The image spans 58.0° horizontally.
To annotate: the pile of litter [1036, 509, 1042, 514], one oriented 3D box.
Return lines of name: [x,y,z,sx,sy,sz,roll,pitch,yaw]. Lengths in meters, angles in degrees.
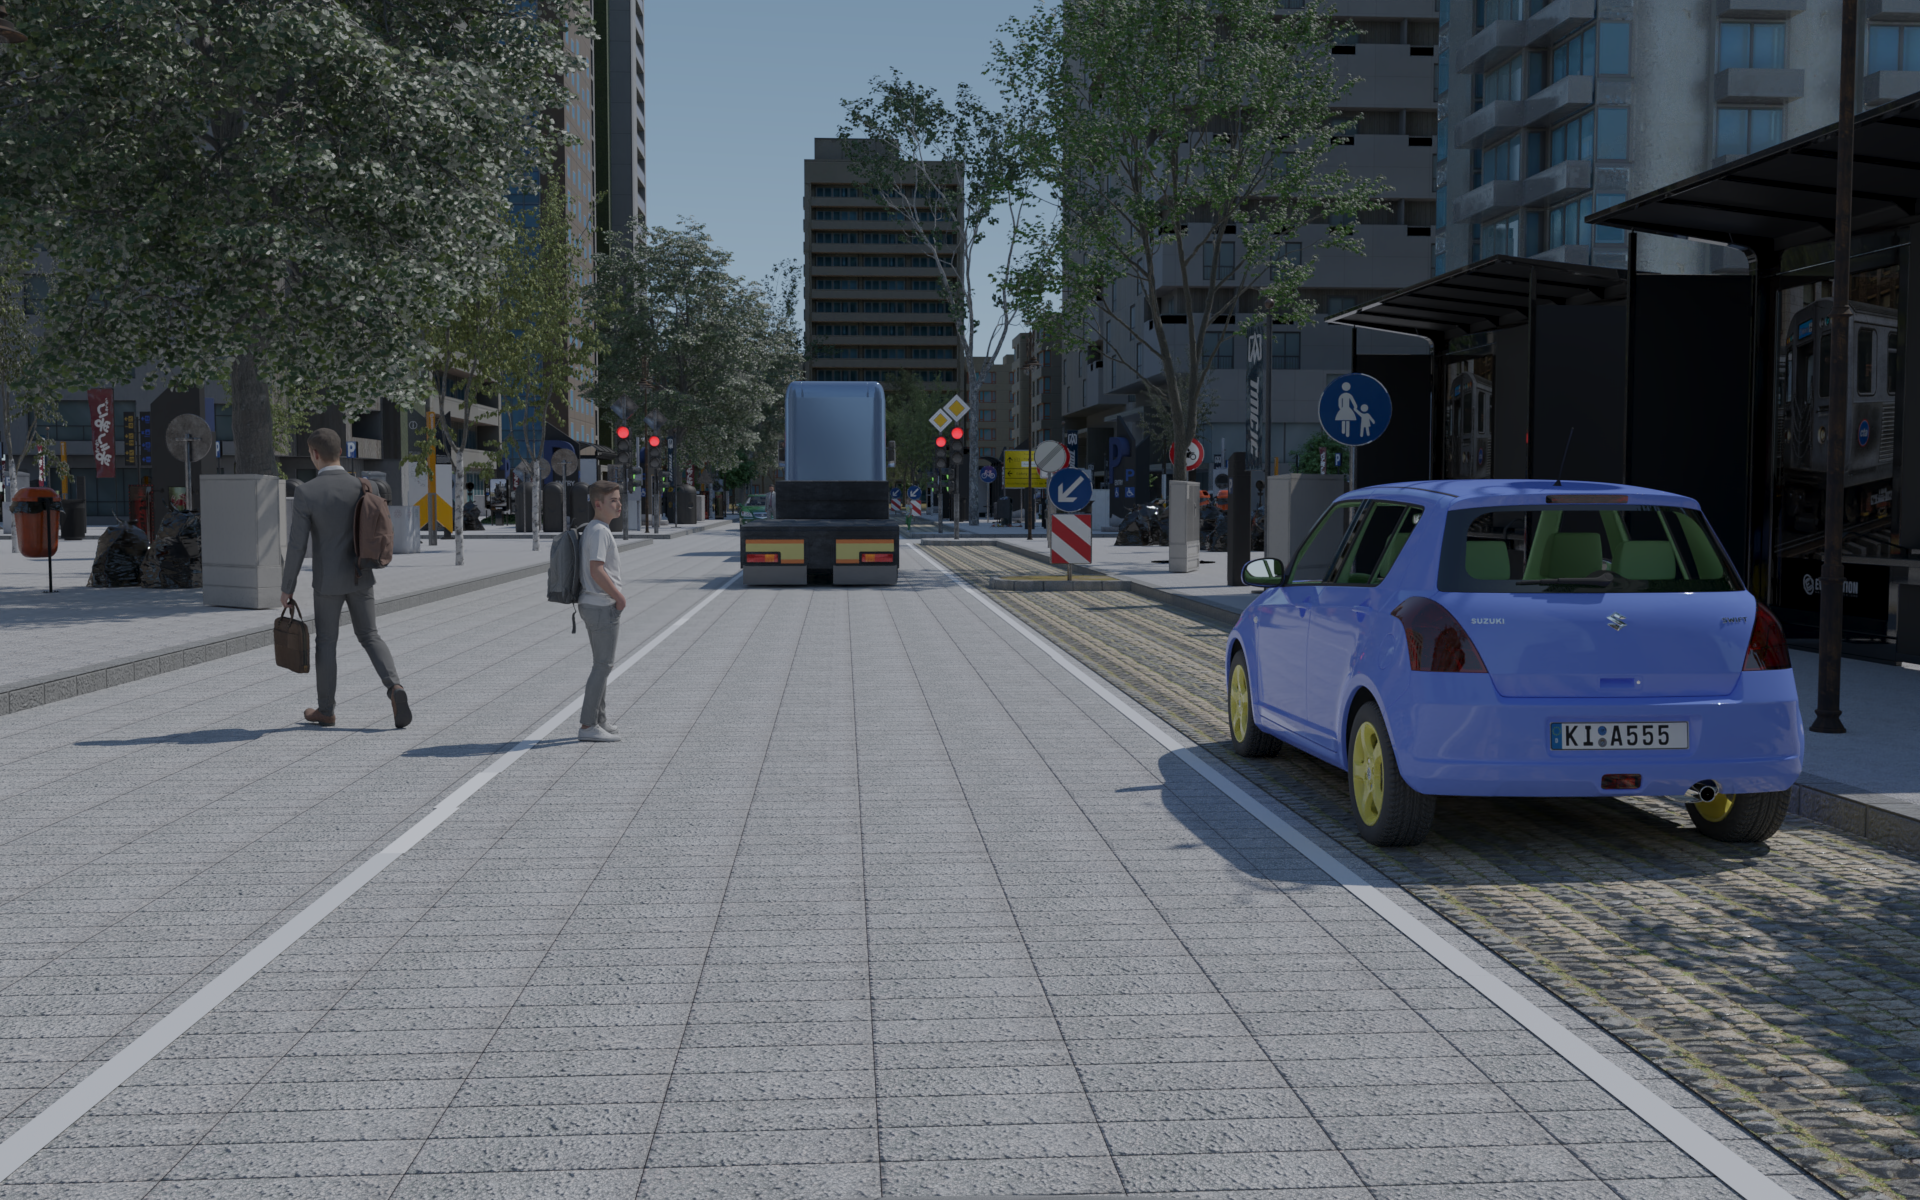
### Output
pile of litter: [5.745,-6.077,113.321,1.719,0.858,1.176,0,4,2]

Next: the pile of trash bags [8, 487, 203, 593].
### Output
pile of trash bags: [-11.281,-0.861,23.823,1.912,1.369,3.447,2,4,32]

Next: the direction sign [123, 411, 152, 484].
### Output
direction sign: [-22.587,-3.404,47.647,0.876,3.537,0.379,1,4,15]

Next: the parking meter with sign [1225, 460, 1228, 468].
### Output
parking meter with sign: [13.597,-5.670,88.963,0.543,3.016,1.738,-1,4,-12]

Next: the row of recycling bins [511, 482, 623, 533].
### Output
row of recycling bins: [-13.169,-3.133,58.335,3.534,1.692,1.069,-1,4,-12]

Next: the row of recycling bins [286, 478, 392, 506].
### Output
row of recycling bins: [-16.621,-2.377,45.975,3.534,1.692,1.069,1,4,20]

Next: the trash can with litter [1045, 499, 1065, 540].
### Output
trash can with litter: [2.742,-2.198,47.317,0.624,1.170,1.055,-2,4,-23]

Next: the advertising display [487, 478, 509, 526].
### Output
advertising display: [-18.634,-3.966,70.059,0.974,1.923,0.123,2,4,31]

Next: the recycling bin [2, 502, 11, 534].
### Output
recycling bin: [-30.364,-2.653,55.930,0.722,1.027,0.722,0,4,7]

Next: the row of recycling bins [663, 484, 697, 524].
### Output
row of recycling bins: [-11.991,-4.148,74.937,1.069,1.692,3.534,-1,4,-17]

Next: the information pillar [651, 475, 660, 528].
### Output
information pillar: [-11.656,-3.784,66.354,0.304,2.012,0.304,0,4,-5]

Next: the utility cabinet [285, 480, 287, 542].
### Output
utility cabinet: [-10.981,-1.097,26.615,1.173,1.500,0.318,0,4,6]

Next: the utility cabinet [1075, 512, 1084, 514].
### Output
utility cabinet: [4.806,-3.703,71.702,0.306,1.237,1.020,2,4,33]

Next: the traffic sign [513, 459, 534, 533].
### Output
traffic sign: [-14.327,-3.413,56.987,0.795,2.450,0.064,0,4,6]

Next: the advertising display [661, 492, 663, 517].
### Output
advertising display: [-17.286,-5.688,98.209,0.974,1.923,0.123,-3,4,-37]

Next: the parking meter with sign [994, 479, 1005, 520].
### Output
parking meter with sign: [2.551,-5.514,86.417,1.738,3.016,0.543,1,4,19]

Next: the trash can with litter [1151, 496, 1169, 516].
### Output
trash can with litter: [5.238,-2.241,48.022,0.624,1.170,1.055,-3,4,-38]

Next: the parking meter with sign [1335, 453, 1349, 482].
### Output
parking meter with sign: [16.894,-4.742,73.798,1.738,3.016,0.543,-1,4,-11]

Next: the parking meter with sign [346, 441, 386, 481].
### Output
parking meter with sign: [-19.608,-3.778,58.036,0.543,3.016,1.738,3,4,37]

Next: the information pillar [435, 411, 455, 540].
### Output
information pillar: [-14.513,-3.506,48.680,0.504,3.616,0.183,-3,5,-40]

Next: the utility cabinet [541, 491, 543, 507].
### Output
utility cabinet: [-27.525,-6.385,113.079,1.173,1.500,0.318,1,4,13]

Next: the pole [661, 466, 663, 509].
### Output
pole: [-17.117,-6.441,99.152,0.158,3.312,0.155,0,3,0]

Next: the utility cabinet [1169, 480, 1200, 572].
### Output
utility cabinet: [3.719,-1.217,28.584,0.318,1.500,1.173,1,4,18]

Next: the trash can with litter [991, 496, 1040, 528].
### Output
trash can with litter: [2.095,-3.436,67.228,2.233,1.210,1.678,-1,4,-13]

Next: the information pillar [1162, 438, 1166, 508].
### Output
information pillar: [8.611,-5.001,73.123,0.183,3.616,0.504,0,4,-5]

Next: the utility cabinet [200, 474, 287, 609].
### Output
utility cabinet: [-8.099,-0.663,19.522,1.173,1.500,0.318,3,4,38]

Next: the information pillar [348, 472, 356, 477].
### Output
information pillar: [-20.675,-3.318,58.749,0.304,2.012,0.304,-3,4,-38]

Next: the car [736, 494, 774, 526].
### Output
car: [-7.785,-3.476,68.631,2.131,1.459,4.920,0,4,-5]

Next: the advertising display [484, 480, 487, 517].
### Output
advertising display: [-21.549,-4.586,80.190,0.974,1.923,0.123,-3,5,-45]

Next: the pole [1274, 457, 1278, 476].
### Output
pole: [17.448,-6.224,95.604,0.158,3.312,0.155,0,3,0]

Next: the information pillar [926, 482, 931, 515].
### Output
information pillar: [-1.941,-6.301,107.517,0.304,2.012,0.304,-1,4,-11]

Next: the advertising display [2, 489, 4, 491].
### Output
advertising display: [-70.291,-7.464,127.246,0.123,1.923,0.974,-2,4,-32]

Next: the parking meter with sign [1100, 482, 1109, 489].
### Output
parking meter with sign: [9.642,-7.243,114.679,1.738,3.016,0.543,1,4,10]

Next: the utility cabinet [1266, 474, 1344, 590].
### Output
utility cabinet: [3.841,-0.650,19.302,0.318,1.500,1.173,3,5,41]

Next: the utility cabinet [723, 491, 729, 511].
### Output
utility cabinet: [-17.336,-7.322,128.391,0.318,1.500,1.173,0,4,-2]

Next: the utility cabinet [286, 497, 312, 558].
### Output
utility cabinet: [-13.493,-1.437,34.658,1.020,1.237,0.306,-2,4,-24]

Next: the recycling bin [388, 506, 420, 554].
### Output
recycling bin: [-12.130,-1.517,37.359,0.722,1.027,0.722,0,4,8]

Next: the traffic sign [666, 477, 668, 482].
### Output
traffic sign: [-17.376,-6.384,104.480,0.768,2.556,0.104,0,4,1]

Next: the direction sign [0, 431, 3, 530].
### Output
direction sign: [-34.728,-4.309,62.441,0.876,3.537,0.379,3,4,38]

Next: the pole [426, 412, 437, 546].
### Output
pole: [-13.108,-3.005,42.976,0.158,3.312,0.155,0,3,0]

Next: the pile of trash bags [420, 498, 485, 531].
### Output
pile of trash bags: [-18.275,-3.131,60.939,3.447,1.369,1.912,3,5,42]

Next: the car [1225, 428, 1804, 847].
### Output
car: [2.402,0.075,8.357,1.945,1.707,3.694,0,4,-4]

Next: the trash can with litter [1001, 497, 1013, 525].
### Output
trash can with litter: [1.814,-3.556,69.522,0.624,1.170,1.055,0,4,1]

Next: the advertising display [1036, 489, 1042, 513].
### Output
advertising display: [5.255,-6.931,118.534,0.123,1.923,0.974,-3,4,-39]

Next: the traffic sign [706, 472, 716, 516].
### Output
traffic sign: [-14.595,-6.159,100.812,0.768,2.556,0.104,0,3,0]

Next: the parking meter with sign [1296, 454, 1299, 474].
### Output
parking meter with sign: [15.657,-4.885,76.133,1.738,3.016,0.543,1,4,15]

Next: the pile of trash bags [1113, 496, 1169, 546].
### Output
pile of trash bags: [5.410,-2.083,43.806,1.912,1.369,3.447,2,4,34]

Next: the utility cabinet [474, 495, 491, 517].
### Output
utility cabinet: [-27.244,-5.370,98.960,1.020,1.237,0.306,1,4,13]

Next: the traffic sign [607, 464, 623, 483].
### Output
traffic sign: [-11.789,-3.505,59.428,0.606,2.300,0.079,0,4,2]

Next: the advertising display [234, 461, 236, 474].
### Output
advertising display: [-13.538,-1.710,33.171,0.123,1.923,0.974,1,4,12]

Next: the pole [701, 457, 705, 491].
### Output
pole: [-13.977,-6.137,94.184,0.158,3.312,0.155,0,3,0]

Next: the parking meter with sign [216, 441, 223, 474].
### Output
parking meter with sign: [-24.892,-3.667,56.219,1.738,3.016,0.543,-3,4,-39]

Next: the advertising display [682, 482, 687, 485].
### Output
advertising display: [-15.071,-5.458,94.459,0.974,1.923,0.123,0,4,-6]

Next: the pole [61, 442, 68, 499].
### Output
pole: [-34.904,-4.506,67.517,0.158,3.312,0.155,0,3,0]

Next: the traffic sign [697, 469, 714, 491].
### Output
traffic sign: [-12.911,-5.366,87.738,0.884,2.594,0.081,0,4,-2]

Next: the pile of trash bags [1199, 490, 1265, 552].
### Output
pile of trash bags: [6.322,-1.845,39.925,1.912,1.369,3.447,0,4,-2]

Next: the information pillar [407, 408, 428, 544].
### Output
information pillar: [-14.030,-3.269,44.797,0.504,3.616,0.183,-1,4,-11]

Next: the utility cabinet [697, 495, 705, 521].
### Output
utility cabinet: [-12.617,-4.348,82.250,1.020,1.237,0.306,2,4,28]

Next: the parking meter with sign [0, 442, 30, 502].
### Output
parking meter with sign: [-31.901,-3.817,58.662,0.543,3.016,1.738,1,4,19]
